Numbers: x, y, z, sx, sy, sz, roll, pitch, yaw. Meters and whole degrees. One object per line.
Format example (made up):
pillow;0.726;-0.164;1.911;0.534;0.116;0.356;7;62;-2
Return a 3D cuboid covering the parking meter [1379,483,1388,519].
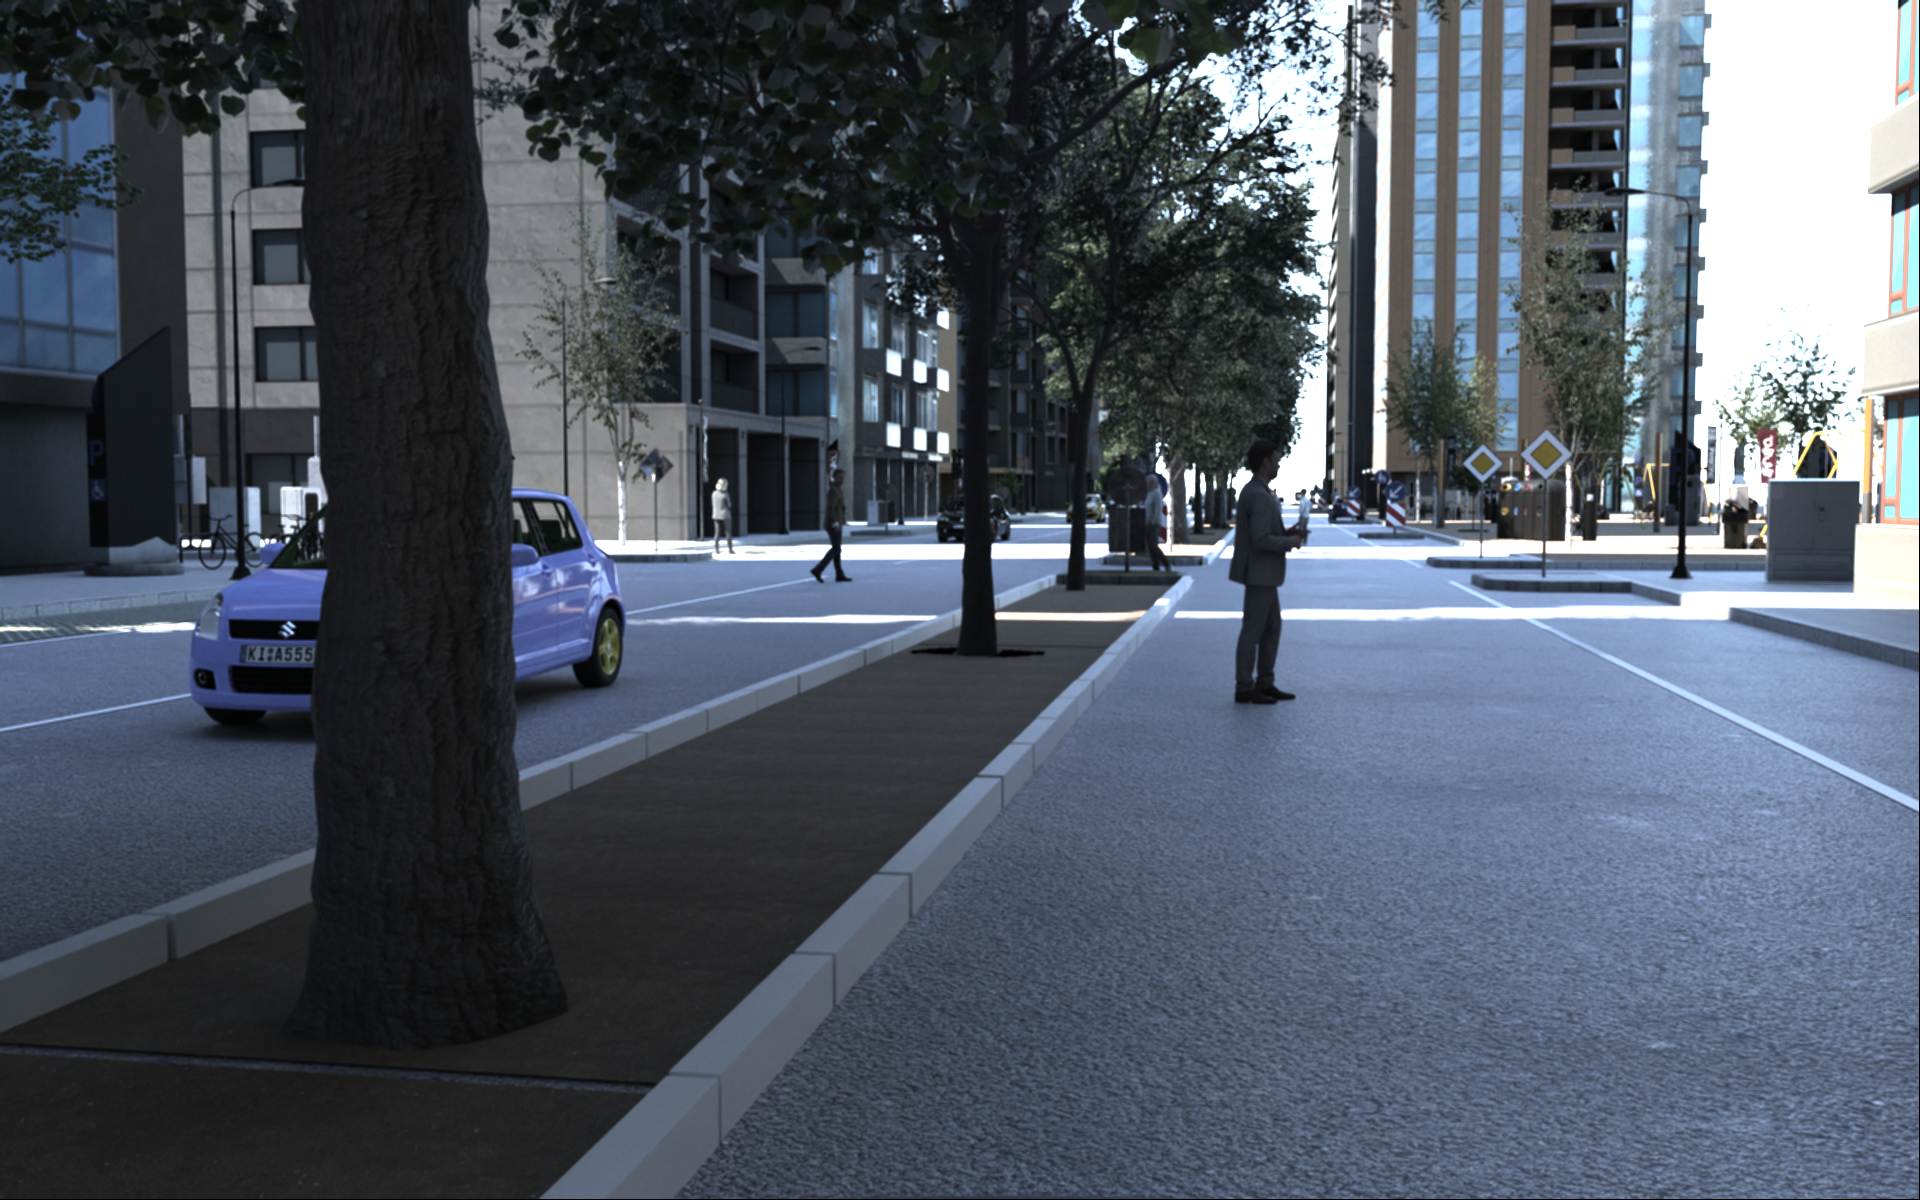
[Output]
parking meter;21.643;-5.071;88.619;0.399;1.863;0.255;0;4;-3

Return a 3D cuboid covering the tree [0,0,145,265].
tree;-12.228;-5.637;17.913;9.928;11.665;9.643;0;3;0

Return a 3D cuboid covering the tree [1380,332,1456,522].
tree;20.840;-7.803;77.941;4.360;8.622;3.978;0;3;0

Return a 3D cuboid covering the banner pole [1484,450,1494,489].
banner pole;29.879;-6.606;98.020;0.863;3.779;0.401;2;4;30

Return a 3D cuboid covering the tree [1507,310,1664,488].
tree;25.119;-7.218;68.379;4.737;8.622;4.395;0;3;0

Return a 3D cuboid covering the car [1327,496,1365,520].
car;20.399;-4.823;91.431;1.945;1.354;3.894;1;4;9

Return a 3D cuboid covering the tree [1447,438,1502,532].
tree;17.498;-3.963;59.402;1.663;3.219;1.824;0;3;0

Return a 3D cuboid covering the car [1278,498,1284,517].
car;18.282;-5.577;103.183;2.014;1.417;4.499;1;4;9

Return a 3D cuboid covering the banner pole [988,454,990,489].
banner pole;1.300;-6.477;95.921;0.863;3.779;0.401;-3;4;-37

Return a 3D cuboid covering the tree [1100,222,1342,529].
tree;10.706;-9.267;70.980;9.611;12.733;9.660;0;3;0

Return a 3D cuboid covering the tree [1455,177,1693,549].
tree;14.361;-5.496;40.227;4.360;8.622;3.978;0;3;0

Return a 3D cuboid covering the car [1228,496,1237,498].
car;32.433;-12.170;208.569;1.945;1.707;3.694;1;4;12

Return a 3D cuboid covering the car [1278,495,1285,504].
car;48.384;-15.301;262.749;1.945;1.354;3.894;1;4;10

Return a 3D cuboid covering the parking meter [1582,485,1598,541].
parking meter;17.370;-2.405;47.740;0.372;1.533;0.369;0;3;0

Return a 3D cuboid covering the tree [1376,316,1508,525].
tree;19.291;-7.356;70.634;4.737;8.622;4.395;0;3;0

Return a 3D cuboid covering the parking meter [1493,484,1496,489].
parking meter;32.361;-6.084;105.179;0.255;1.863;0.399;2;4;25

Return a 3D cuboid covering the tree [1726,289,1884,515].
tree;30.783;-6.887;62.970;4.737;8.622;4.395;0;3;0

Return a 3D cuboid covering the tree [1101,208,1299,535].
tree;8.360;-8.127;61.087;9.928;11.665;9.643;0;3;0

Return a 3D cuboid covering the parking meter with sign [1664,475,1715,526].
parking meter with sign;29.289;-4.486;69.607;1.738;3.016;0.543;1;4;13

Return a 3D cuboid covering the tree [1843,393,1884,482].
tree;45.797;-8.229;84.899;4.360;8.622;3.978;0;3;0

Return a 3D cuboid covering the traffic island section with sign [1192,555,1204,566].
traffic island section with sign;3.965;-1.665;35.355;2.006;1.907;1.989;1;4;10

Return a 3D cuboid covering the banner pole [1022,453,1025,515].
banner pole;3.856;-7.060;105.452;0.401;3.779;0.863;0;4;-8

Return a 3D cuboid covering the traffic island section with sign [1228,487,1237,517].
traffic island section with sign;17.135;-6.190;109.335;2.006;1.907;1.989;1;4;10

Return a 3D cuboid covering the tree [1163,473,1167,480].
tree;31.562;-17.490;269.679;4.285;4.588;4.351;0;3;0

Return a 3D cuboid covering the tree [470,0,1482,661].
tree;0.152;-6.258;15.138;12.009;13.543;11.850;0;3;0

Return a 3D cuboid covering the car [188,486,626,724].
car;-3.627;-0.133;11.769;1.945;1.707;3.694;1;4;9

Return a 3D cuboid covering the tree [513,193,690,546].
tree;-8.397;-5.606;42.013;4.360;8.622;3.978;0;3;0

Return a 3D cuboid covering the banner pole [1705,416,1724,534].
banner pole;24.274;-4.017;55.702;0.863;3.779;0.401;-2;4;-25

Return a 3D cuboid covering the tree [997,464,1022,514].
tree;3.254;-7.059;110.022;1.663;3.219;1.824;0;3;0

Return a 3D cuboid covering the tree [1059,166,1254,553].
tree;4.170;-5.149;36.998;4.360;8.622;3.978;0;3;0

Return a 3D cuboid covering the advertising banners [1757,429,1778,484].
advertising banners;22.317;-3.056;46.155;2.074;3.025;0.090;2;4;30

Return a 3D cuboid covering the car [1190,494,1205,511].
car;20.257;-8.312;144.703;1.959;1.807;4.718;1;4;10

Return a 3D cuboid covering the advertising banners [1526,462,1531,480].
advertising banners;30.658;-5.830;91.509;2.074;3.025;0.090;3;4;37

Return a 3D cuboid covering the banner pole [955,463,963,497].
banner pole;-0.088;-7.480;112.309;0.863;3.779;0.401;-3;5;-43

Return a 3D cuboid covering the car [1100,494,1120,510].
car;11.989;-8.018;140.885;2.009;1.686;4.222;1;4;10

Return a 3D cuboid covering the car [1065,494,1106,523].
car;6.309;-4.669;86.568;2.015;1.641;3.980;1;4;10

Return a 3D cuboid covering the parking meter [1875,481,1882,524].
parking meter;17.785;-1.519;33.254;0.372;1.533;0.369;0;3;0

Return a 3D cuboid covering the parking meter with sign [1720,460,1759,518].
parking meter with sign;40.267;-5.704;89.513;1.738;3.016;0.543;3;5;43

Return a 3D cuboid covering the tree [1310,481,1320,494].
tree;49.065;-14.952;239.065;1.663;3.219;1.824;0;3;0

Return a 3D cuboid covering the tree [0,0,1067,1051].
tree;-1.444;-5.817;4.222;9.857;13.997;8.962;0;3;0

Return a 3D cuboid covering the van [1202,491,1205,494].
van;35.500;-14.821;249.341;2.013;2.044;4.112;1;4;9

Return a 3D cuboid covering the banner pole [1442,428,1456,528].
banner pole;18.487;-4.621;65.576;0.401;3.779;0.863;-1;4;-22

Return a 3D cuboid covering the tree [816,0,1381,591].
tree;1.631;-5.391;25.007;8.767;10.594;7.601;1;4;10

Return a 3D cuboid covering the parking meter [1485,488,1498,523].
parking meter;25.666;-4.624;84.021;0.372;1.533;0.369;0;3;0

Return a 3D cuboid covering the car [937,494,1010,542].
car;0.440;-2.628;52.761;2.009;1.686;4.222;1;4;11

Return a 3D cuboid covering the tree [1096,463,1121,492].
tree;17.205;-12.430;186.939;4.285;4.588;4.351;0;3;0

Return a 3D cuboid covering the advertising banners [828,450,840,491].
advertising banners;-5.709;-4.455;69.032;2.074;3.025;0.090;-2;4;-28

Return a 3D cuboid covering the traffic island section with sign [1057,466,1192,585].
traffic island section with sign;2.656;-1.219;28.064;2.006;1.907;1.989;1;4;10

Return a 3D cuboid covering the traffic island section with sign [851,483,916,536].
traffic island section with sign;-2.600;-3.145;60.043;1.989;1.847;2.006;1;4;10

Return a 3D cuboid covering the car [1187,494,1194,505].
car;31.639;-13.681;233.477;2.009;1.686;4.222;1;4;10

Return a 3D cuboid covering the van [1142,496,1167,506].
van;18.046;-9.527;160.151;2.240;2.365;5.245;1;4;12

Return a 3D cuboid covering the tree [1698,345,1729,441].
tree;36.468;-7.956;80.441;4.737;8.622;4.395;0;3;0

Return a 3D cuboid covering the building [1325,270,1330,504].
building;53.967;-27.535;221.895;14.160;30.474;14.107;1;4;10

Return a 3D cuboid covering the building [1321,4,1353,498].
building;63.751;-49.754;251.721;20.563;71.187;20.611;1;4;10

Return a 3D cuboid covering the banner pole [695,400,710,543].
banner pole;-6.827;-3.434;46.169;0.401;3.779;0.863;0;4;7
